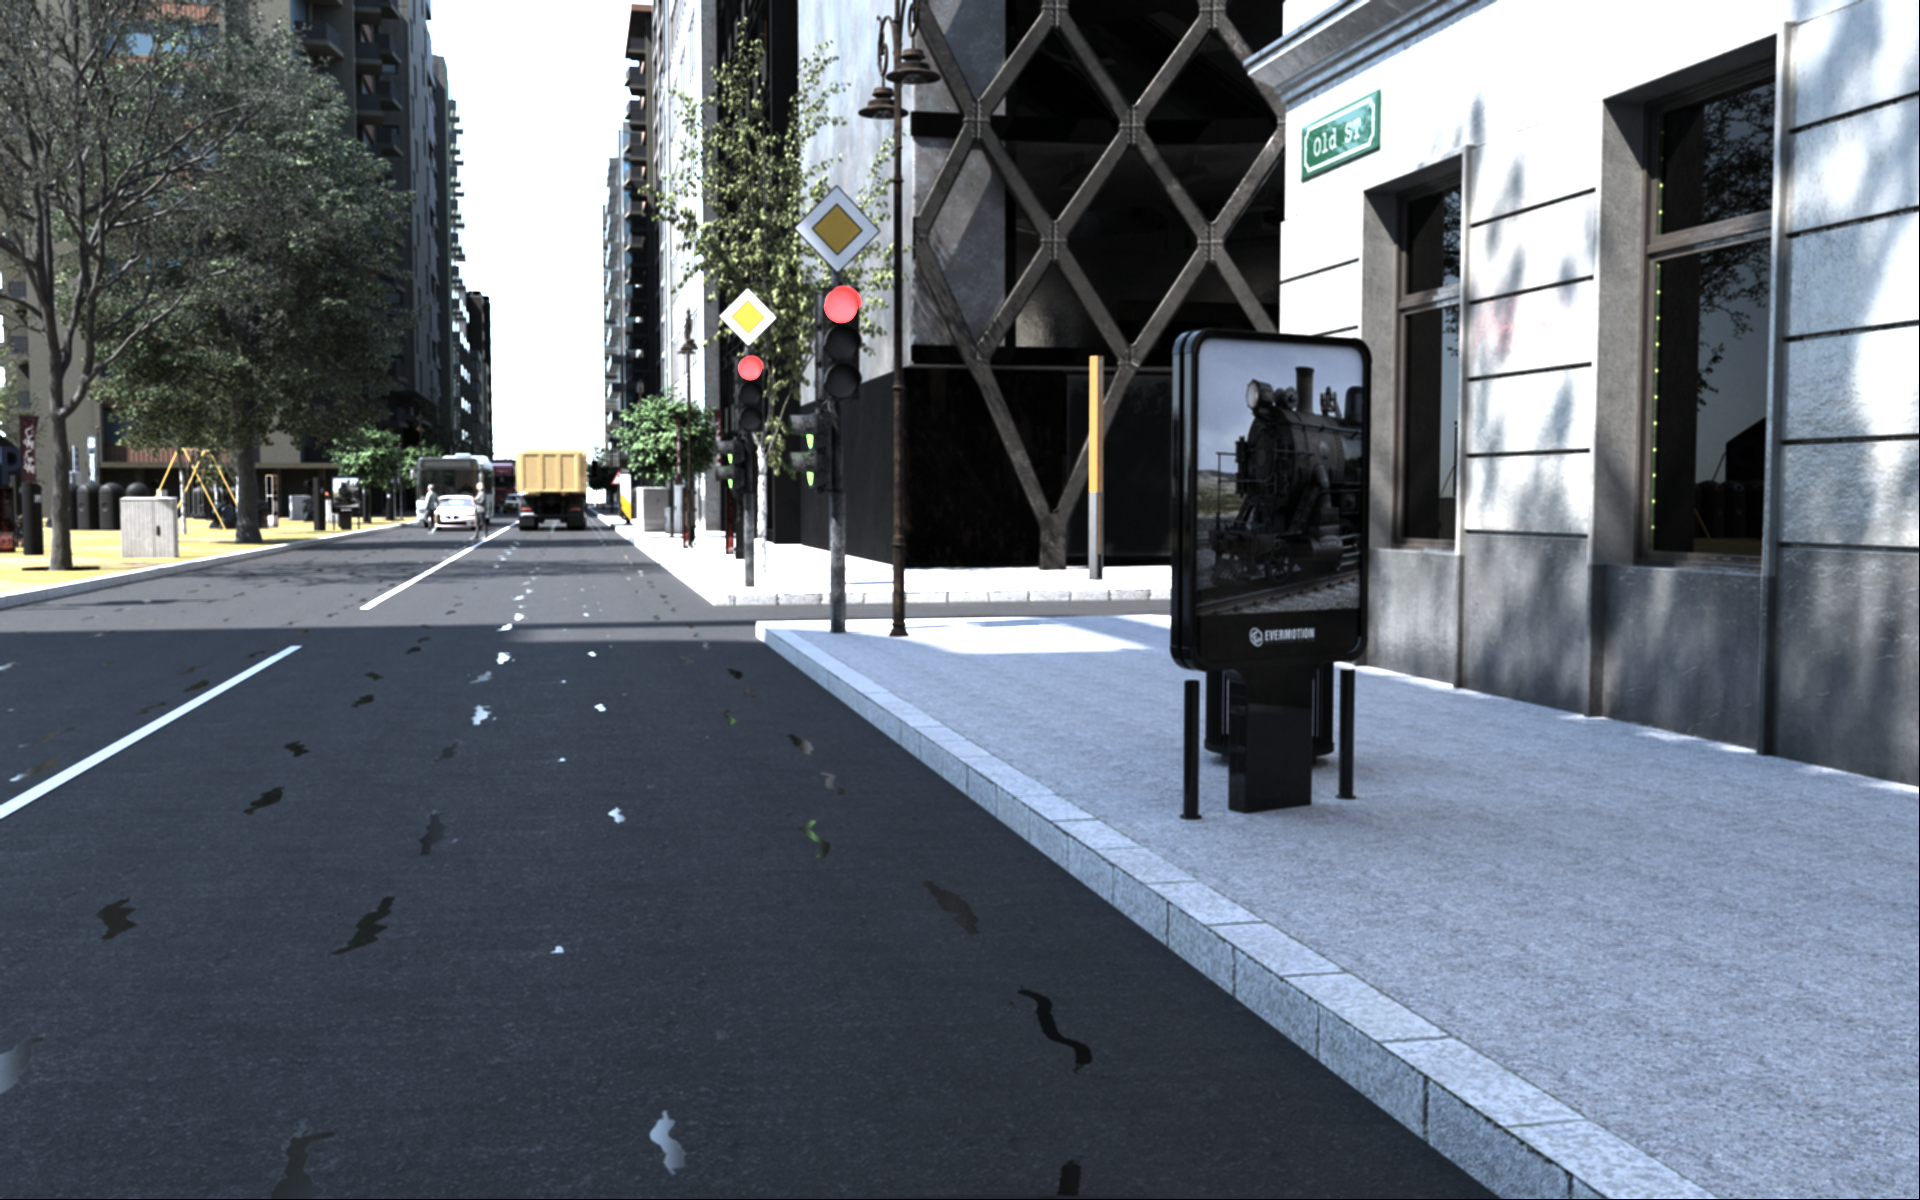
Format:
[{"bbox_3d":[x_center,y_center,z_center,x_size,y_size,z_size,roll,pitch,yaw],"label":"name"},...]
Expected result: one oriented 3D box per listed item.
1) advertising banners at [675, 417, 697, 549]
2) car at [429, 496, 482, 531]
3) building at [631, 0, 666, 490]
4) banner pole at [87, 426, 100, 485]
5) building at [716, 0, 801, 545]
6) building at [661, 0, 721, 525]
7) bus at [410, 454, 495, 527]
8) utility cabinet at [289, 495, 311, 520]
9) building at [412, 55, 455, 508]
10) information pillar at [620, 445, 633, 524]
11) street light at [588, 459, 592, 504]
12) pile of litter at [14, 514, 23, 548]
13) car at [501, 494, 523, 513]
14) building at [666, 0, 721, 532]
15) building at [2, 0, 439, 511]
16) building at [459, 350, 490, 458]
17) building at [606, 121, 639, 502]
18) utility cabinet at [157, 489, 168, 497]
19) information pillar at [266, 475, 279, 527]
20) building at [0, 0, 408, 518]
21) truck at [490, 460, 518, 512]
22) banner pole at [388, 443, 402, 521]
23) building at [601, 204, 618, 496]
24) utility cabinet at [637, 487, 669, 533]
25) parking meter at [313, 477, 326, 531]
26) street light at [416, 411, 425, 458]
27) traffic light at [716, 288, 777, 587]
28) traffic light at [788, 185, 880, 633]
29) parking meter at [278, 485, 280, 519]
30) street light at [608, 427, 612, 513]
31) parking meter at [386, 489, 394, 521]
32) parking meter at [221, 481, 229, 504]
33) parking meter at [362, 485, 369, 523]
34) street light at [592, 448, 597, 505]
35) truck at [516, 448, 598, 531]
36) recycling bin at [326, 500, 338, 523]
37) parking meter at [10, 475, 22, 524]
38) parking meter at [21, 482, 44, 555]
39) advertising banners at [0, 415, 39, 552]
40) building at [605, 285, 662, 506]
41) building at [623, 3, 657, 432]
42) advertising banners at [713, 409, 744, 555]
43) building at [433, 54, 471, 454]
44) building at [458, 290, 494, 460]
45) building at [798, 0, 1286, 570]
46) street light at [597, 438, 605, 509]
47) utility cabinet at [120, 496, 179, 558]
[{"bbox_3d":[-6.441,-2.720,40.655,0.090,3.025,2.074,0,4,3],"label":"advertising banners"},{"bbox_3d":[-20.107,-3.469,69.084,2.083,1.381,4.827,-1,4,-13],"label":"car"},{"bbox_3d":[-14.840,-42.449,132.285,20.563,71.187,20.611,-1,4,-13],"label":"building"},{"bbox_3d":[-32.114,-4.544,64.313,0.863,3.779,0.401,2,4,29],"label":"banner pole"},{"bbox_3d":[-0.458,-13.617,52.308,12.332,23.373,15.834,-1,4,-13],"label":"building"},{"bbox_3d":[-8.602,-16.581,89.125,12.078,24.808,19.932,-1,4,-13],"label":"building"},{"bbox_3d":[-22.832,-5.127,78.678,2.948,3.499,13.247,-1,4,-12],"label":"bus"},{"bbox_3d":[-32.516,-4.539,85.377,0.306,1.237,1.020,3,5,40],"label":"utility cabinet"},{"bbox_3d":[-53.316,-28.857,155.412,14.154,41.232,14.086,-1,4,-13],"label":"building"},{"bbox_3d":[-14.168,-5.024,73.504,0.504,3.616,0.183,1,4,22],"label":"information pillar"},{"bbox_3d":[-42.245,-13.842,199.098,0.468,5.910,1.993,-1,4,-13],"label":"street light"},{"bbox_3d":[-22.894,-1.704,41.824,1.176,0.858,1.719,0,4,0],"label":"pile of litter"},{"bbox_3d":[-33.281,-7.298,129.539,2.015,1.641,3.980,-1,4,-13],"label":"car"},{"bbox_3d":[-5.065,-15.382,69.525,12.078,24.808,19.932,-1,4,-13],"label":"building"},{"bbox_3d":[-54.946,-33.236,132.653,28.713,52.752,27.495,-1,4,-13],"label":"building"},{"bbox_3d":[-74.353,-22.867,218.921,27.650,21.520,28.899,-1,4,-13],"label":"building"},{"bbox_3d":[-34.491,-37.077,225.820,23.786,49.044,30.456,-1,4,-13],"label":"building"},{"bbox_3d":[-37.781,-4.489,82.077,0.318,1.500,1.173,-2,4,-34],"label":"utility cabinet"},{"bbox_3d":[-26.522,-3.810,66.785,0.304,2.012,0.304,1,4,17],"label":"information pillar"},{"bbox_3d":[-46.305,-27.606,105.990,22.147,44.769,28.867,-1,4,-13],"label":"building"},{"bbox_3d":[-37.784,-9.409,142.751,2.839,4.237,11.283,-1,4,-13],"label":"truck"},{"bbox_3d":[-27.517,-5.779,84.508,0.863,3.779,0.401,-2,4,-32],"label":"banner pole"},{"bbox_3d":[-43.804,-34.471,247.190,14.154,41.232,14.086,-1,4,-13],"label":"building"},{"bbox_3d":[-10.133,-2.969,57.224,0.318,1.500,1.173,2,4,35],"label":"utility cabinet"},{"bbox_3d":[-22.442,-3.362,60.676,0.255,1.863,0.399,1,4,14],"label":"parking meter"},{"bbox_3d":[-29.968,-7.557,96.352,0.468,5.910,1.993,-1,4,-13],"label":"street light"},{"bbox_3d":[-2.916,-2.129,23.734,0.839,4.253,0.868,-1,4,-13],"label":"traffic light"},{"bbox_3d":[-1.150,-1.653,15.946,0.839,4.253,0.868,-1,4,-13],"label":"traffic light"},{"bbox_3d":[-35.743,-5.180,90.410,0.255,1.863,0.399,3,5,39],"label":"parking meter"},{"bbox_3d":[-23.491,-8.805,116.753,0.468,5.910,1.993,-1,4,-13],"label":"street light"},{"bbox_3d":[-27.627,-4.618,83.912,0.372,1.533,0.369,0,3,0],"label":"parking meter"},{"bbox_3d":[-33.544,-4.486,79.061,0.255,1.863,0.399,-2,4,-33],"label":"parking meter"},{"bbox_3d":[-26.791,-4.433,78.188,0.255,1.863,0.399,-3,5,-41],"label":"parking meter"},{"bbox_3d":[-35.898,-12.144,171.344,0.468,5.910,1.993,-1,4,-13],"label":"street light"},{"bbox_3d":[-16.739,-4.622,71.490,3.469,3.379,9.791,-1,4,-11],"label":"truck"},{"bbox_3d":[-28.106,-3.995,77.872,0.722,1.027,0.722,-1,4,-17],"label":"recycling bin"},{"bbox_3d":[-29.345,-2.953,53.992,0.255,1.863,0.399,1,4,17],"label":"parking meter"},{"bbox_3d":[-19.531,-1.716,36.470,0.372,1.533,0.369,0,3,0],"label":"parking meter"},{"bbox_3d":[-21.055,-2.562,38.073,0.090,3.025,2.074,1,4,19],"label":"advertising banners"},{"bbox_3d":[-24.732,-31.104,200.433,32.217,40.220,23.993,-1,4,-13],"label":"building"},{"bbox_3d":[-18.973,-30.755,157.475,22.147,44.769,28.867,-1,4,-13],"label":"building"},{"bbox_3d":[-4.877,-2.477,36.687,0.090,3.025,2.074,1,4,11],"label":"advertising banners"},{"bbox_3d":[-65.829,-34.864,189.635,23.786,49.044,30.456,-1,4,-13],"label":"building"},{"bbox_3d":[-72.596,-28.706,241.050,14.160,30.474,14.107,-1,4,-13],"label":"building"},{"bbox_3d":[6.038,-10.327,36.292,16.811,18.784,16.820,-1,4,-13],"label":"building"},{"bbox_3d":[-29.664,-10.468,143.935,0.468,5.910,1.993,-1,4,-13],"label":"street light"},{"bbox_3d":[-16.289,-1.446,34.808,1.020,1.237,0.306,-1,4,-10],"label":"utility cabinet"}]
